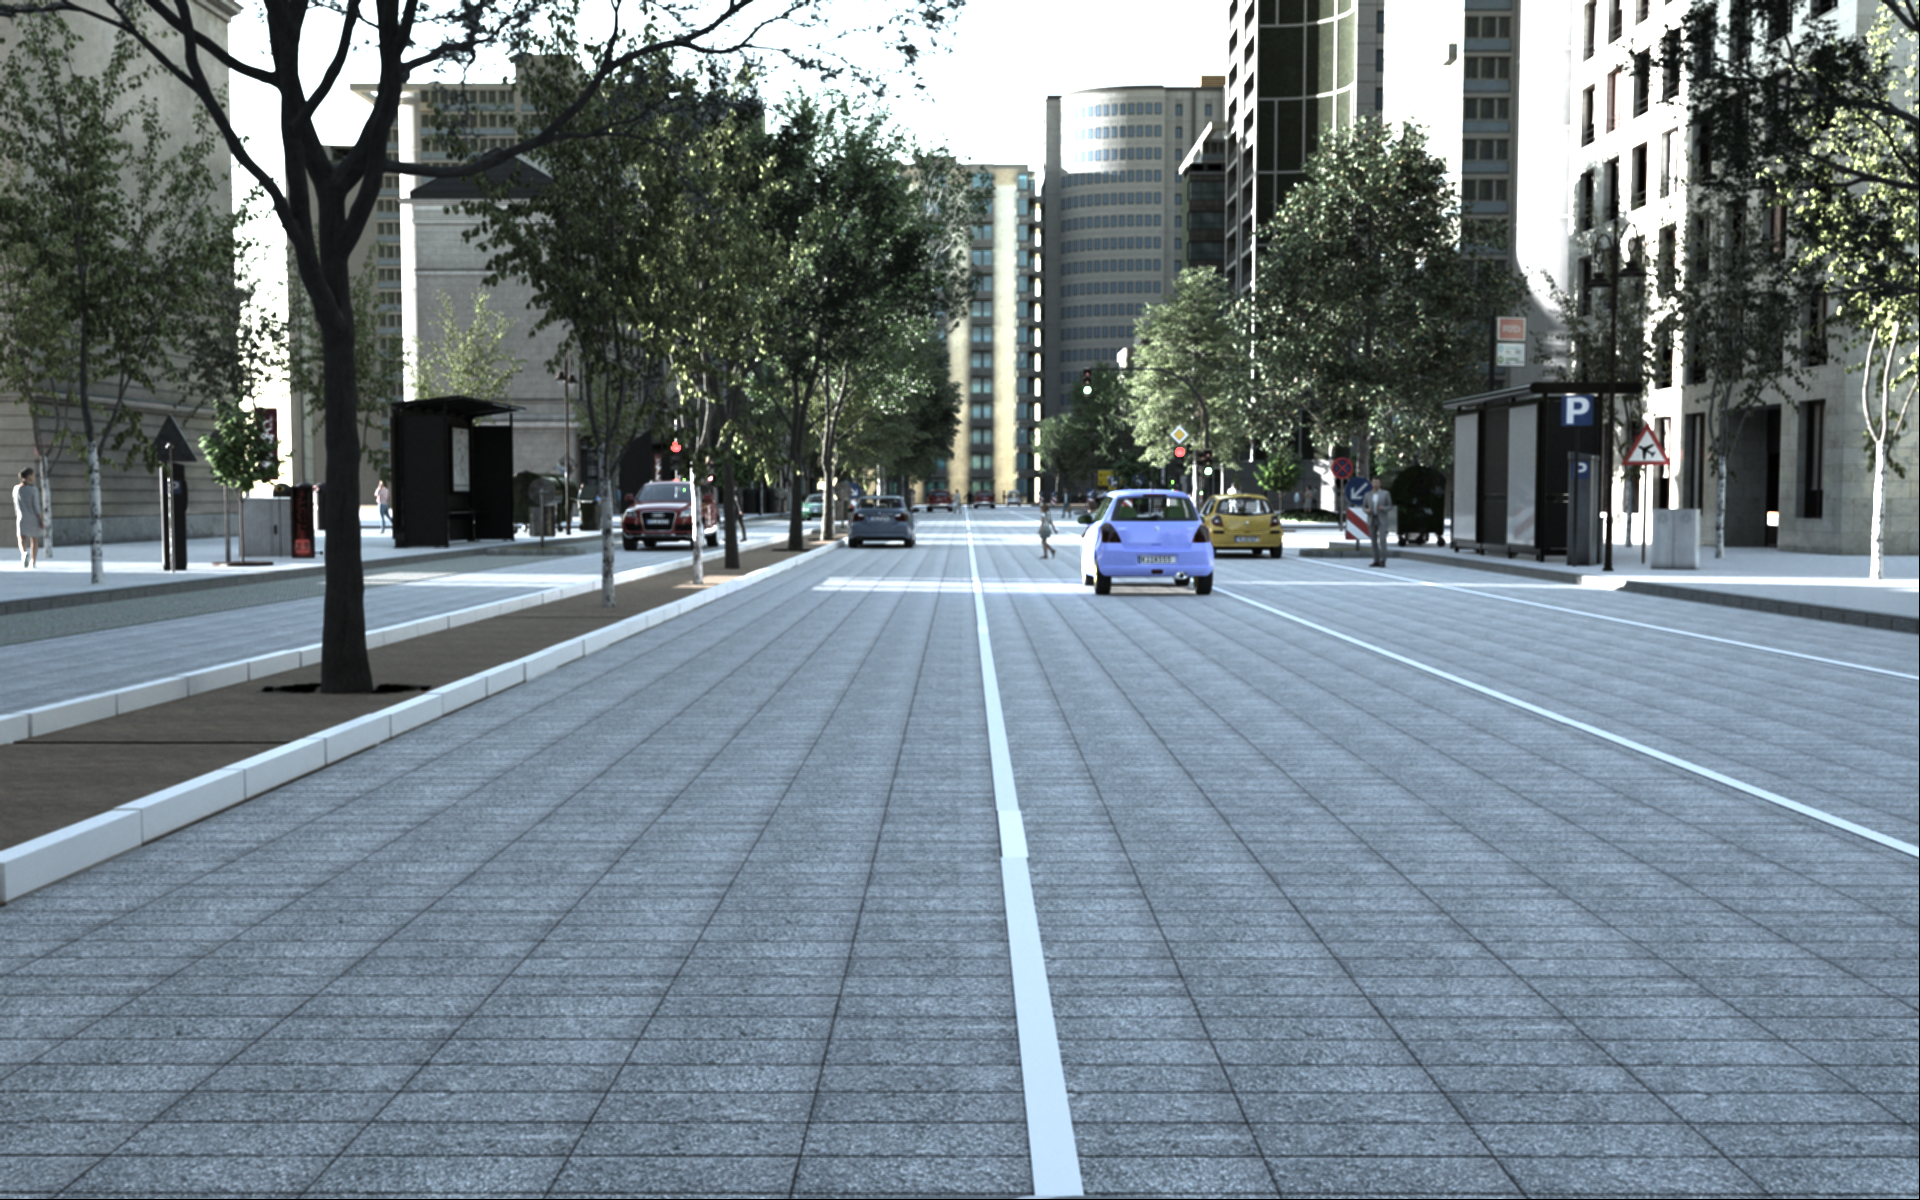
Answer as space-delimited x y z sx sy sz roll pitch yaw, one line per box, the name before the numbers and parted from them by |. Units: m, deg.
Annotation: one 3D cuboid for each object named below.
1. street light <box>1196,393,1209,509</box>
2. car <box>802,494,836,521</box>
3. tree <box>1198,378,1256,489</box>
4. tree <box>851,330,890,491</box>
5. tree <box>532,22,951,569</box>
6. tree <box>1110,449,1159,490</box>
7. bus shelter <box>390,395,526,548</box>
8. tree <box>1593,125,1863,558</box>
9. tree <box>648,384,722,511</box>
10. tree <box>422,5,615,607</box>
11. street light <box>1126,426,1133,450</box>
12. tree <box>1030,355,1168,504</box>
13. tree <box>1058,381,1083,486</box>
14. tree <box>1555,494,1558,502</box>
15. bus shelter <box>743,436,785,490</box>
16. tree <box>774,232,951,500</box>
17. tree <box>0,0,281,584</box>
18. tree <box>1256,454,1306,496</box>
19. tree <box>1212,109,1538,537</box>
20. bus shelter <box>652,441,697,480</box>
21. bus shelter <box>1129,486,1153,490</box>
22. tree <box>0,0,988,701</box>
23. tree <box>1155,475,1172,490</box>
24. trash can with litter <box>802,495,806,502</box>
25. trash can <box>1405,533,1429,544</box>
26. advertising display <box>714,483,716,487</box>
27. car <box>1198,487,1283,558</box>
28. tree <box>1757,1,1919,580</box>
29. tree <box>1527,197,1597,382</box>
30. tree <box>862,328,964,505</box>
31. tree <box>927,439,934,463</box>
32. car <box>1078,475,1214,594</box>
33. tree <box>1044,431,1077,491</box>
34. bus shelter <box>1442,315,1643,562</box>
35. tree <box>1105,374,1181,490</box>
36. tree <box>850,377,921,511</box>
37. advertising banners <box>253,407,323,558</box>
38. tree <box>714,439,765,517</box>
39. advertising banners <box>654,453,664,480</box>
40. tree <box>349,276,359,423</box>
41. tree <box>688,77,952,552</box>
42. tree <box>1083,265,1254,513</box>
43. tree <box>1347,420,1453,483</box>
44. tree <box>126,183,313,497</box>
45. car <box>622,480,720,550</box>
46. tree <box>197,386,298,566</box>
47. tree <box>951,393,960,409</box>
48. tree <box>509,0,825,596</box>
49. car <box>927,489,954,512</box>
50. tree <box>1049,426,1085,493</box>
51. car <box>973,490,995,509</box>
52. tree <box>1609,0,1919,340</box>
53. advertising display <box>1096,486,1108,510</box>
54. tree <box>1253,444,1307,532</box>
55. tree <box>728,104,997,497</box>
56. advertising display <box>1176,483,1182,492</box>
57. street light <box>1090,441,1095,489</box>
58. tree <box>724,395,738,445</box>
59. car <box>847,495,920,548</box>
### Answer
street light | 10.878 -6.435 77.993 0.468 5.910 1.993 0 4 0
car | -7.452 -4.934 92.475 2.131 1.459 4.920 0 4 1
tree | 16.805 -9.594 107.225 4.737 8.622 4.395 0 3 0
tree | -4.444 -6.589 60.542 4.737 8.622 4.395 0 3 0
tree | -4.332 -5.889 33.150 8.767 10.594 7.601 0 4 0
tree | 11.120 -7.643 108.675 4.285 4.588 4.351 0 3 0
bus shelter | -12.720 -3.243 44.310 1.731 3.624 6.357 0 4 0
tree | 15.478 -5.145 34.491 4.360 8.622 3.978 0 3 0
tree | -18.035 -9.951 113.065 4.360 8.622 3.978 0 3 0
tree | -4.386 -4.189 21.312 4.737 8.622 4.395 0 3 0
street light | 10.986 -8.483 111.486 0.468 5.910 1.993 0 4 0
tree | 11.887 -12.562 131.147 9.928 11.665 9.643 0 3 0
tree | 12.638 -14.438 154.193 7.486 12.596 7.792 0 3 0
tree | 25.700 -5.540 74.288 4.285 4.588 4.351 0 3 0
bus shelter | -13.787 -8.795 121.428 2.179 5.291 8.768 0 4 0
tree | -4.450 -9.422 74.629 7.486 12.596 7.792 0 3 0
tree | -12.139 -4.543 24.642 4.737 8.622 4.395 0 3 0
tree | 21.389 -8.025 114.918 4.285 4.588 4.351 0 3 0
tree | 12.126 -8.238 51.698 9.611 12.733 9.660 0 3 0
bus shelter | -13.037 -5.335 78.512 1.731 3.624 6.357 0 3 0
bus shelter | 12.296 -7.863 119.839 1.731 3.624 6.357 0 4 0
tree | -4.402 -6.063 11.958 12.009 13.543 11.850 0 3 0
tree | 16.185 -8.744 137.566 1.663 3.219 1.824 0 3 0
trash can with litter | -13.076 -8.013 142.399 0.624 1.170 1.055 3 4 37
trash can | 11.798 -2.021 44.703 0.748 1.137 0.748 0 3 0
advertising display | -14.476 -5.942 102.365 0.123 1.923 0.974 -1 4 -9
car | 6.346 -1.827 40.093 2.015 1.641 3.980 0 4 1
tree | 14.005 -4.609 25.716 4.737 8.622 4.395 0 3 0
tree | 16.001 -5.592 41.799 4.360 8.622 3.978 0 3 0
tree | -4.141 -13.581 131.166 9.857 13.997 8.962 0 3 0
tree | -3.828 -11.358 138.523 4.360 8.622 3.978 0 3 0
car | 2.763 -1.007 26.058 1.945 1.707 3.694 0 4 0
tree | 11.501 -14.736 191.302 4.737 8.622 4.395 0 3 0
bus shelter | 11.724 -3.612 36.692 2.179 5.291 8.768 0 4 0
tree | 10.861 -9.192 100.650 4.360 8.622 3.978 0 3 0
tree | -4.106 -8.610 93.595 4.360 8.622 3.978 0 3 0
advertising banners | -13.210 -2.363 34.819 2.074 3.025 0.090 1 4 9
tree | -12.876 -7.033 98.699 4.285 4.588 4.351 0 3 0
advertising banners | -13.625 -4.803 74.711 2.074 3.025 0.090 2 4 24
tree | -16.726 -5.910 46.987 4.737 8.622 4.395 0 3 0
tree | -4.018 -7.022 43.022 9.928 11.665 9.643 0 3 0
tree | 11.565 -10.291 86.389 7.486 12.596 7.792 0 3 0
tree | 19.549 -5.542 74.331 4.285 4.588 4.351 0 3 0
tree | -17.016 -5.523 40.660 4.360 8.622 3.978 0 3 0
car | -7.588 -2.272 45.819 2.281 1.827 5.304 0 4 -1
tree | -12.834 -2.242 31.252 1.663 3.219 1.824 0 3 0
tree | -3.872 -11.439 107.604 7.486 12.596 7.792 0 3 0
tree | -4.115 -4.534 26.952 4.737 8.622 4.395 0 3 0
car | -1.615 -8.087 140.895 2.281 1.827 5.304 0 4 2
tree | 11.292 -14.324 184.552 4.360 8.622 3.978 0 3 0
car | 2.410 -10.033 172.708 2.281 1.827 5.304 0 4 -2
tree | 11.609 -5.162 18.818 8.767 10.594 7.601 1 4 18
advertising display | 11.300 -8.117 137.920 0.974 1.923 0.123 0 4 2
tree | 10.938 -3.949 59.171 1.663 3.219 1.824 0 3 0
tree | -5.042 -13.834 84.527 12.611 20.169 13.585 0 3 0
advertising display | 13.313 -6.132 105.467 0.123 1.923 0.974 -1 4 -9
street light | 11.087 -10.503 144.506 0.468 5.910 1.993 0 4 0
tree | -17.233 -10.268 118.240 4.360 8.622 3.978 0 3 0
car | -2.124 -2.179 47.630 2.014 1.417 4.499 0 4 0
